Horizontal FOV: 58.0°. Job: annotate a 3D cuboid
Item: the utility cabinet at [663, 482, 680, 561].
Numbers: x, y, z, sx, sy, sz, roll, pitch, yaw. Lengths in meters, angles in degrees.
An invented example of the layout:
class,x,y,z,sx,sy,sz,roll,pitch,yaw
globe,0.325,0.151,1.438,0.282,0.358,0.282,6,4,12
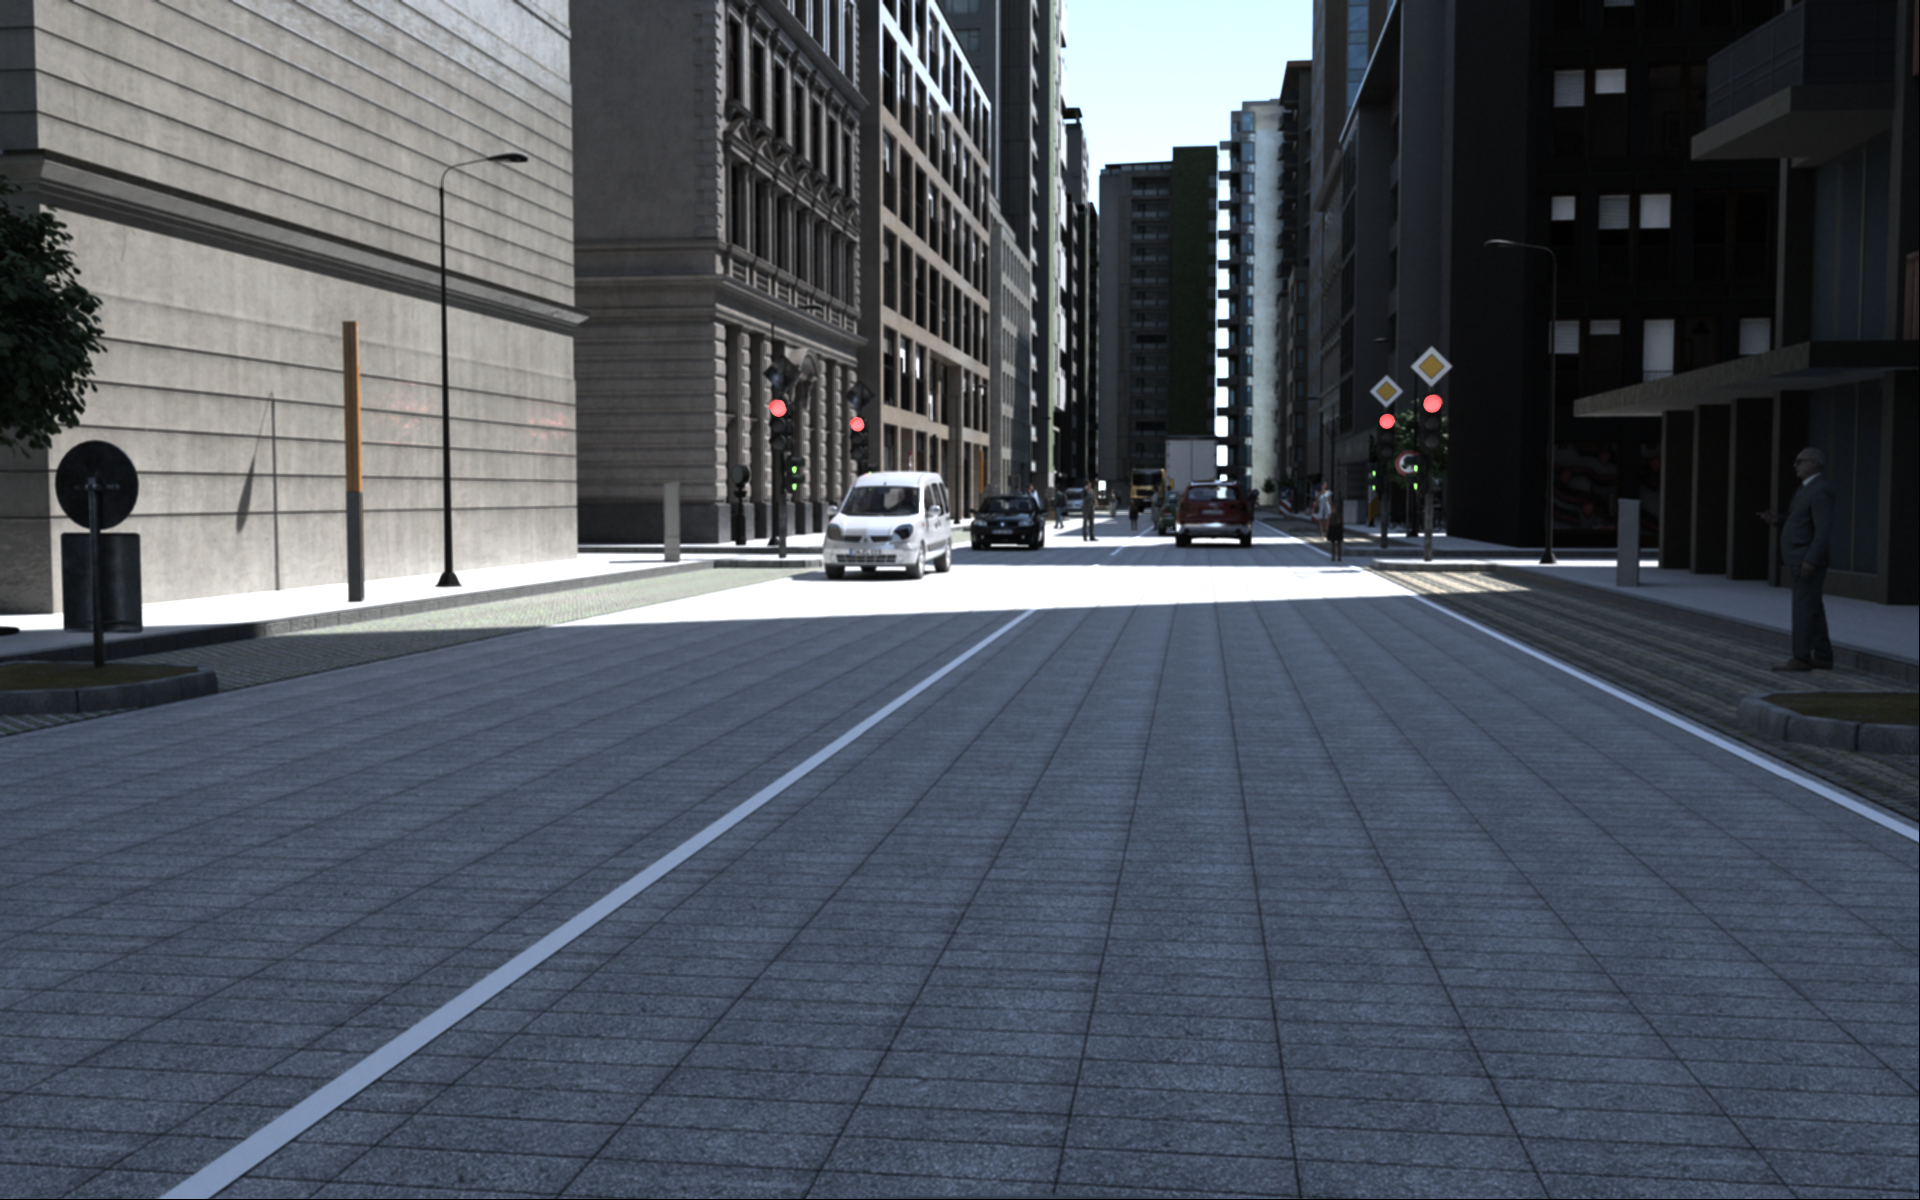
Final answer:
class,x,y,z,sx,sy,sz,roll,pitch,yaw
utility cabinet,-5.513,-1.493,33.085,0.318,1.500,1.173,-1,4,-9

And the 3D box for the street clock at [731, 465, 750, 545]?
class,x,y,z,sx,sy,sz,roll,pitch,yaw
street clock,-5.488,-2.370,43.317,0.471,2.002,0.358,3,5,41

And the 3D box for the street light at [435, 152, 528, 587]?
class,x,y,z,sx,sy,sz,roll,pitch,yaw
street light,-6.559,-3.134,23.777,1.470,5.913,1.316,0,4,8

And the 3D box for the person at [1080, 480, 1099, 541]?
class,x,y,z,sx,sy,sz,roll,pitch,yaw
person,3.971,-2.715,52.698,0.655,1.846,0.447,-3,5,-42

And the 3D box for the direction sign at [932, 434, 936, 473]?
class,x,y,z,sx,sy,sz,roll,pitch,yaw
direction sign,-0.981,-4.532,66.097,0.379,3.537,0.876,0,4,-8

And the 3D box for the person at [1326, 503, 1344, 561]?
class,x,y,z,sx,sy,sz,roll,pitch,yaw
person,7.999,-1.453,36.928,0.362,1.253,0.373,0,4,5

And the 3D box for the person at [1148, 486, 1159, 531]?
class,x,y,z,sx,sy,sz,roll,pitch,yaw
person,7.570,-3.597,67.876,0.524,1.755,0.480,1,4,21

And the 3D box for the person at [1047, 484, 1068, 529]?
class,x,y,z,sx,sy,sz,roll,pitch,yaw
person,3.933,-3.761,69.980,0.713,1.824,0.794,3,5,39

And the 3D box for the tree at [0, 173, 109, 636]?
class,x,y,z,sx,sy,sz,roll,pitch,yaw
tree,-9.412,-1.956,15.699,4.285,4.588,4.351,0,3,0

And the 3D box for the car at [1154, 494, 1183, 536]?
class,x,y,z,sx,sy,sz,roll,pitch,yaw
car,7.927,-3.023,61.216,2.131,1.459,4.920,0,4,6

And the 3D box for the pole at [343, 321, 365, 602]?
class,x,y,z,sx,sy,sz,roll,pitch,yaw
pole,-7.201,-1.635,20.570,0.158,3.312,0.155,0,3,0

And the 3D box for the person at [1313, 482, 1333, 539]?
class,x,y,z,sx,sy,sz,roll,pitch,yaw
person,11.436,-2.813,54.582,0.616,1.811,0.778,2,4,23

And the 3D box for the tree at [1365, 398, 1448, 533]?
class,x,y,z,sx,sy,sz,roll,pitch,yaw
tree,15.287,-4.544,58.000,4.285,4.588,4.351,0,3,0

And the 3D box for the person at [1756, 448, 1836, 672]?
class,x,y,z,sx,sy,sz,roll,pitch,yaw
person,6.790,-0.328,14.036,0.590,1.801,0.661,1,4,14

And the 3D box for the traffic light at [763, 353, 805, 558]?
class,x,y,z,sx,sy,sz,roll,pitch,yaw
traffic light,-3.540,-2.795,34.612,0.839,4.253,0.868,0,4,8

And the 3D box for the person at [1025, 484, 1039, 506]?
class,x,y,z,sx,sy,sz,roll,pitch,yaw
person,2.479,-3.106,59.551,0.793,1.790,0.793,1,4,15

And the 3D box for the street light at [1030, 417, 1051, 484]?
class,x,y,z,sx,sy,sz,roll,pitch,yaw
street light,4.805,-8.098,104.938,1.470,5.913,1.316,0,4,8

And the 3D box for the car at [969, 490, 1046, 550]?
class,x,y,z,sx,sy,sz,roll,pitch,yaw
car,1.288,-2.187,45.542,2.009,1.686,4.222,0,4,6

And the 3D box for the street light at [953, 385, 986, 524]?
class,x,y,z,sx,sy,sz,roll,pitch,yaw
street light,0.406,-6.192,73.782,1.470,5.913,1.316,0,4,8

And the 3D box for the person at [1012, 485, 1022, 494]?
class,x,y,z,sx,sy,sz,roll,pitch,yaw
person,2.407,-3.969,73.421,0.581,1.822,0.654,2,4,34

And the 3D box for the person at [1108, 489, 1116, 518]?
class,x,y,z,sx,sy,sz,roll,pitch,yaw
person,9.046,-5.723,102.617,0.519,1.759,0.362,-3,5,-42

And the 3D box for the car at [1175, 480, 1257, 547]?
class,x,y,z,sx,sy,sz,roll,pitch,yaw
car,7.088,-2.413,48.128,2.281,1.827,5.304,1,4,10

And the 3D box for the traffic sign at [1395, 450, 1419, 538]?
class,x,y,z,sx,sy,sz,roll,pitch,yaw
traffic sign,13.053,-3.078,50.424,0.768,2.556,0.104,1,4,11

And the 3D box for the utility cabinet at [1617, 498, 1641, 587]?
class,x,y,z,sx,sy,sz,roll,pitch,yaw
utility cabinet,9.459,-0.814,24.469,0.306,1.237,1.020,1,4,22

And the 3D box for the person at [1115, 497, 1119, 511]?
class,x,y,z,sx,sy,sz,roll,pitch,yaw
person,10.467,-6.313,116.393,0.352,1.250,0.332,-1,4,-15

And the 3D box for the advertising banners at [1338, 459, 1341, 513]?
class,x,y,z,sx,sy,sz,roll,pitch,yaw
advertising banners,16.774,-4.917,76.577,0.090,3.025,2.074,1,4,10

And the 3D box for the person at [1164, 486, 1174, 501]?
class,x,y,z,sx,sy,sz,roll,pitch,yaw
person,9.693,-4.368,79.940,0.660,1.820,0.620,-3,5,-44

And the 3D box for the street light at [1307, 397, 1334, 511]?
class,x,y,z,sx,sy,sz,roll,pitch,yaw
street light,17.336,-6.763,83.122,1.470,5.913,1.316,0,4,8

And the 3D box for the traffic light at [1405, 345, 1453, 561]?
class,x,y,z,sx,sy,sz,roll,pitch,yaw
traffic light,8.905,-2.690,32.909,0.839,4.253,0.868,0,4,8

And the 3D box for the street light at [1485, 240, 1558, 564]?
class,x,y,z,sx,sy,sz,roll,pitch,yaw
street light,10.299,-3.624,31.796,1.470,5.913,1.316,0,4,8

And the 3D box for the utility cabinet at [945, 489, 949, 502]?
class,x,y,z,sx,sy,sz,roll,pitch,yaw
utility cabinet,-0.932,-3.687,68.965,0.318,1.500,1.173,3,4,36

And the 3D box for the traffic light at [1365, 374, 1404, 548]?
class,x,y,z,sx,sy,sz,roll,pitch,yaw
traffic light,10.002,-3.174,40.819,0.839,4.253,0.868,0,4,8

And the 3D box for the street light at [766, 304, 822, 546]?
class,x,y,z,sx,sy,sz,roll,pitch,yaw
street light,-4.069,-4.287,42.637,1.470,5.913,1.316,0,4,8

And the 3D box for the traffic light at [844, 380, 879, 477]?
class,x,y,z,sx,sy,sz,roll,pitch,yaw
traffic light,-2.443,-3.278,42.522,0.839,4.253,0.868,0,4,8

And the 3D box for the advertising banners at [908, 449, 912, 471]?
class,x,y,z,sx,sy,sz,roll,pitch,yaw
advertising banners,-2.112,-4.309,66.644,0.090,3.025,2.074,1,4,14

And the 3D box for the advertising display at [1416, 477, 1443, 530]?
class,x,y,z,sx,sy,sz,roll,pitch,yaw
advertising display,16.649,-3.449,61.600,0.974,1.923,0.123,1,4,21

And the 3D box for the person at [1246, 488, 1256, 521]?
class,x,y,z,sx,sy,sz,roll,pitch,yaw
person,15.484,-5.111,92.468,0.661,1.777,0.834,0,4,-7

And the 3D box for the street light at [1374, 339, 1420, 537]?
class,x,y,z,sx,sy,sz,roll,pitch,yaw
street light,13.093,-4.856,51.944,1.470,5.913,1.316,0,4,8

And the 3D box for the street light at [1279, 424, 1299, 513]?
class,x,y,z,sx,sy,sz,roll,pitch,yaw
street light,21.741,-8.681,114.470,1.470,5.913,1.316,0,4,8

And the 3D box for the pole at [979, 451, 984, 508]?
class,x,y,z,sx,sy,sz,roll,pitch,yaw
pole,1.009,-5.378,81.778,0.158,3.312,0.155,0,3,0

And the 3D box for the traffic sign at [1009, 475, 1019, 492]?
class,x,y,z,sx,sy,sz,roll,pitch,yaw
traffic sign,2.948,-5.659,94.651,0.606,2.300,0.079,1,4,15

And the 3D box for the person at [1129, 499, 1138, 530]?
class,x,y,z,sx,sy,sz,roll,pitch,yaw
person,6.844,-3.369,68.249,0.362,1.253,0.373,1,4,10
